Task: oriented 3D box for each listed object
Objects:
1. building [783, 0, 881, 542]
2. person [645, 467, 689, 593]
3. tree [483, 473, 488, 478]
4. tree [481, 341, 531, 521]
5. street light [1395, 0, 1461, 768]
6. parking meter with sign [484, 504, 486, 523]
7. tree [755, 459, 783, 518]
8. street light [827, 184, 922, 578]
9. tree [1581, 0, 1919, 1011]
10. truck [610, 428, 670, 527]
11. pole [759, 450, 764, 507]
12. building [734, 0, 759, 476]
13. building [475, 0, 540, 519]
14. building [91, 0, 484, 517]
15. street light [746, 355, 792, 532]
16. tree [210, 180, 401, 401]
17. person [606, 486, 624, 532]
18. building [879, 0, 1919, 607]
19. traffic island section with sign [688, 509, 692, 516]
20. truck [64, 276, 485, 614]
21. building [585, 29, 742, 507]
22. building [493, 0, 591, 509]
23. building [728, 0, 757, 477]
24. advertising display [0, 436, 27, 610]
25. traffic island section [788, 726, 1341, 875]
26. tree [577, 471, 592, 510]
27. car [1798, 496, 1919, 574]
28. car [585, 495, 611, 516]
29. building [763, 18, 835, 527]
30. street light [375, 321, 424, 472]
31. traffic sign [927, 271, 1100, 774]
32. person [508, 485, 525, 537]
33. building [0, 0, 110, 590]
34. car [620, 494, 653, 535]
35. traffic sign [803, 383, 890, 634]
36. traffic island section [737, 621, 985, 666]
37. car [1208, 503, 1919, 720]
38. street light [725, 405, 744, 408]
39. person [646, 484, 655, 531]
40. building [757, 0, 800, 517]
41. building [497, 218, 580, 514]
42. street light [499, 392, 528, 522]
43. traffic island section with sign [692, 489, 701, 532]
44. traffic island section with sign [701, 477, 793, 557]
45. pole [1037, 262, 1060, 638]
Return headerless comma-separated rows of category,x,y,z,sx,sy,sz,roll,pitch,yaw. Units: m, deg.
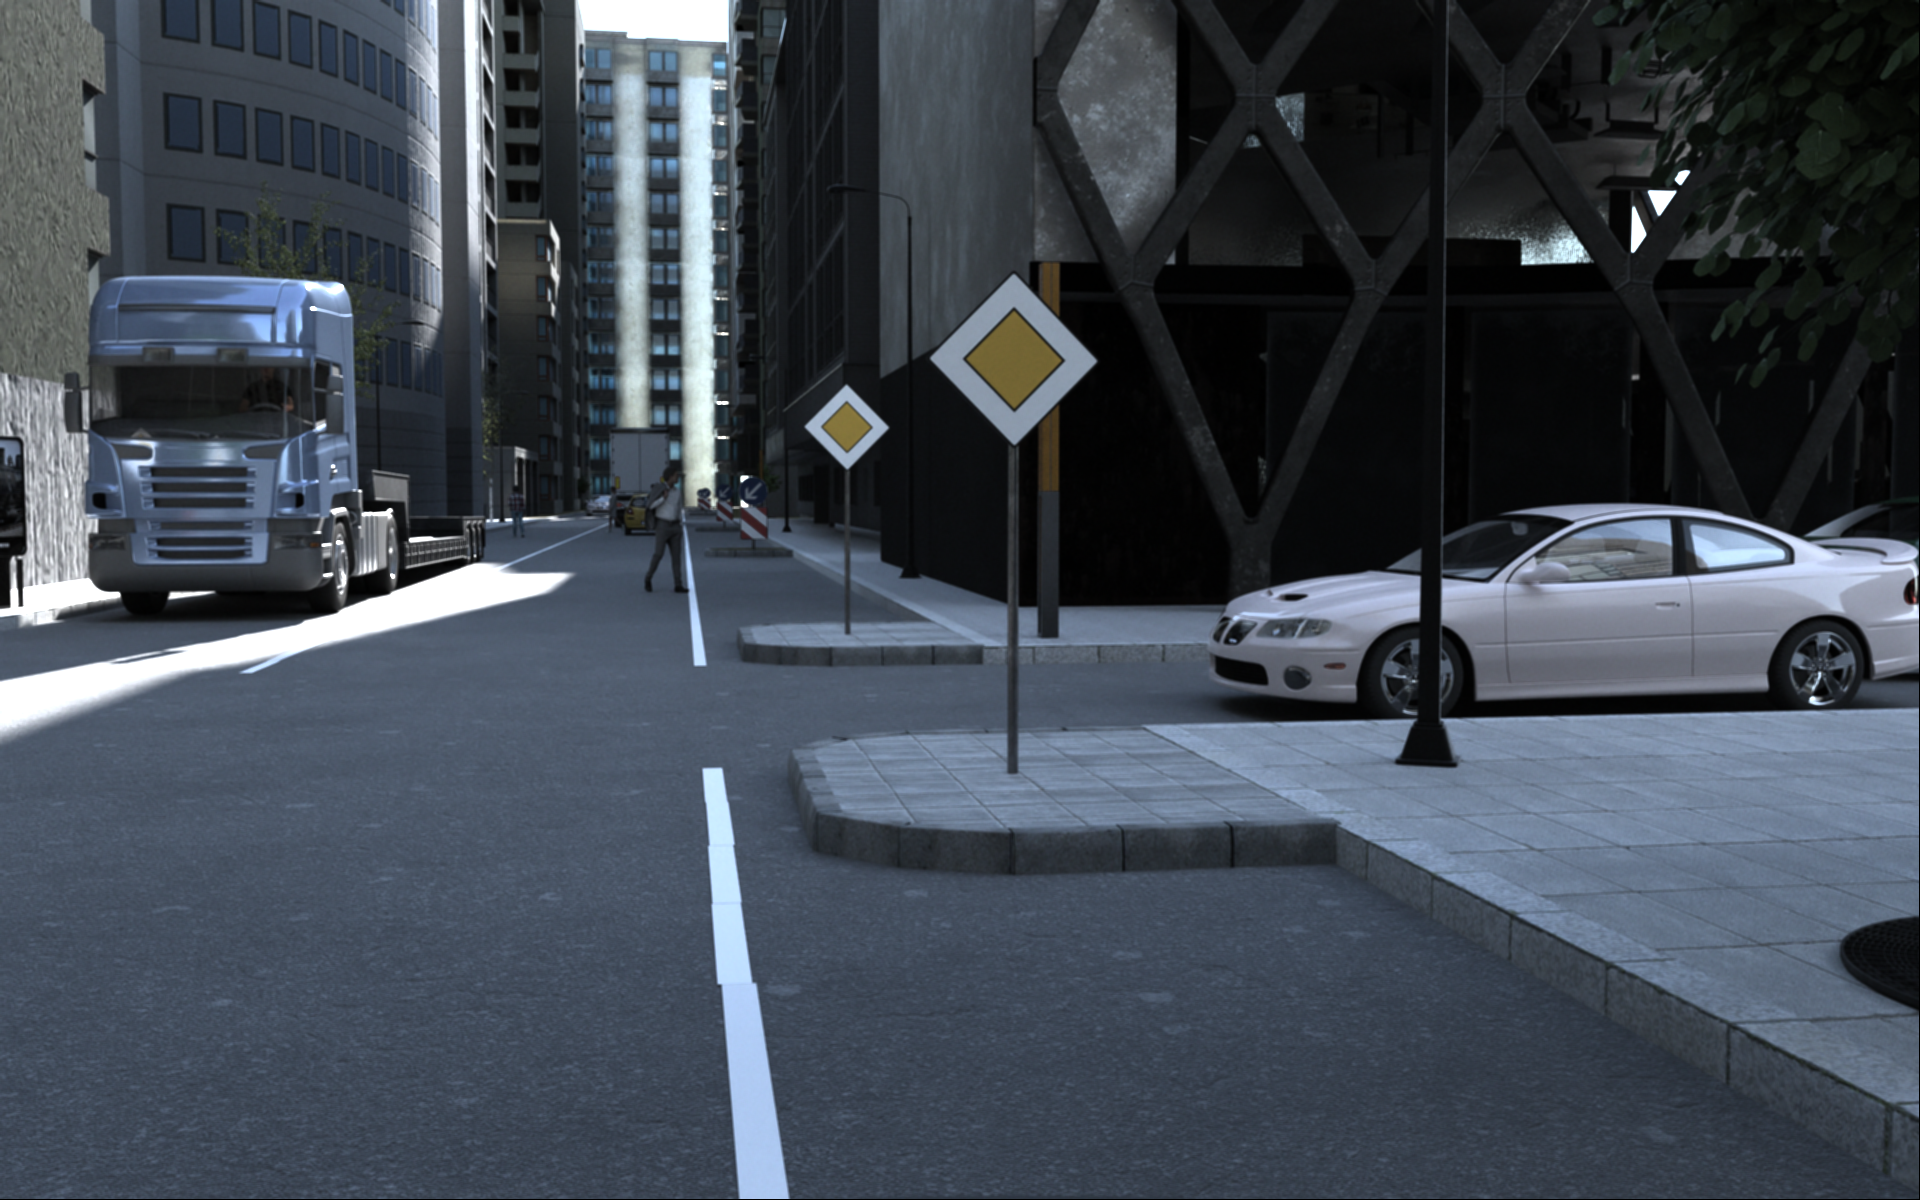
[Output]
building,2.758,-15.621,48.918,14.314,27.812,24.014,-1,4,-9
person,-4.314,-1.020,25.280,0.850,1.850,0.679,3,4,38
tree,-21.570,-4.941,75.383,1.663,3.219,1.824,0,3,0
tree,-22.612,-8.080,82.475,4.360,8.622,3.978,0,3,0
street light,1.707,-2.171,8.034,1.470,5.913,1.316,-1,4,-9
parking meter with sign,-22.064,-5.021,78.357,1.738,3.016,0.543,3,5,42
tree,-10.420,-6.033,93.240,1.663,3.219,1.824,0,3,0
street light,-1.297,-3.285,26.244,1.470,5.913,1.316,-1,4,-9
tree,3.139,-1.264,4.380,4.285,4.588,4.351,0,3,0
truck,-14.433,-5.497,78.782,2.839,4.237,11.283,-1,4,-9
pole,-9.159,-5.270,80.007,0.158,3.312,0.155,0,3,0
building,-4.763,-28.723,124.251,22.147,44.769,28.867,-1,4,-9
building,-34.565,-40.202,95.557,20.563,71.187,20.611,-1,4,-9
building,-28.556,-31.503,57.066,21.231,58.520,28.212,-1,4,-9
street light,-6.379,-5.240,58.215,1.470,5.913,1.316,-1,4,-9
tree,-15.838,-5.584,41.658,4.737,8.622,4.395,0,3,0
person,-12.984,-3.412,65.040,0.466,1.731,0.760,3,5,42
building,8.069,-9.666,25.494,16.811,18.784,16.820,-1,4,-9
traffic island section with sign,-17.192,-6.587,116.330,1.989,1.847,2.006,-1,4,-9
truck,-9.830,-2.316,27.618,2.967,4.110,18.799,-1,4,-9
building,-37.482,-34.375,181.642,30.456,49.044,23.786,-1,4,-9
building,-43.869,-32.279,151.456,21.600,48.544,21.300,-1,4,-9
building,-6.538,-34.493,153.194,28.713,52.752,27.495,-1,4,-9
advertising display,-10.704,-0.854,19.181,0.123,1.923,0.974,0,4,6
traffic island section,0.262,0.875,7.981,2.009,0.180,2.903,-1,4,-9
tree,-30.839,-8.937,140.726,1.663,3.219,1.824,0,3,0
car,8.821,-0.151,14.264,4.920,1.459,2.131,-1,4,-11
car,-23.884,-6.294,115.264,2.083,1.381,4.827,-1,4,-10
building,-0.748,-15.708,75.894,14.314,24.678,30.058,-1,4,-9
street light,-15.026,-4.518,46.410,1.470,5.913,1.316,-1,4,-9
traffic sign,0.240,-0.260,7.901,0.795,2.450,0.064,-1,4,-9
person,-14.728,-2.949,57.560,0.563,1.720,0.643,-1,4,-18
building,-19.251,-15.115,18.834,14.160,30.474,14.107,-1,4,-9
car,-11.093,-3.151,61.745,2.015,1.641,3.980,-1,4,-10
traffic sign,-1.030,-0.743,15.784,0.795,2.450,0.064,-1,4,-9
traffic island section,-1.008,0.392,15.865,2.009,0.180,2.903,-1,4,-9
car,4.072,0.037,11.761,4.827,1.381,2.083,-1,4,-11
street light,-11.516,-7.195,90.177,1.470,5.913,1.316,-1,4,-9
person,-11.904,-3.563,66.769,0.660,1.820,0.620,0,4,3
building,-4.961,-20.248,102.749,14.160,30.474,14.107,-1,4,-9
building,-41.672,-16.894,121.253,27.650,21.520,28.899,-1,4,-9
street light,-20.248,-6.482,78.525,1.470,5.913,1.316,-1,4,-9
traffic island section with sign,-9.204,-3.556,66.775,1.989,1.847,2.006,-1,4,-9
traffic island section with sign,-4.925,-1.929,40.160,1.989,1.847,2.006,-1,4,-9
pole,0.788,-1.319,15.406,0.158,3.312,0.155,0,3,0
